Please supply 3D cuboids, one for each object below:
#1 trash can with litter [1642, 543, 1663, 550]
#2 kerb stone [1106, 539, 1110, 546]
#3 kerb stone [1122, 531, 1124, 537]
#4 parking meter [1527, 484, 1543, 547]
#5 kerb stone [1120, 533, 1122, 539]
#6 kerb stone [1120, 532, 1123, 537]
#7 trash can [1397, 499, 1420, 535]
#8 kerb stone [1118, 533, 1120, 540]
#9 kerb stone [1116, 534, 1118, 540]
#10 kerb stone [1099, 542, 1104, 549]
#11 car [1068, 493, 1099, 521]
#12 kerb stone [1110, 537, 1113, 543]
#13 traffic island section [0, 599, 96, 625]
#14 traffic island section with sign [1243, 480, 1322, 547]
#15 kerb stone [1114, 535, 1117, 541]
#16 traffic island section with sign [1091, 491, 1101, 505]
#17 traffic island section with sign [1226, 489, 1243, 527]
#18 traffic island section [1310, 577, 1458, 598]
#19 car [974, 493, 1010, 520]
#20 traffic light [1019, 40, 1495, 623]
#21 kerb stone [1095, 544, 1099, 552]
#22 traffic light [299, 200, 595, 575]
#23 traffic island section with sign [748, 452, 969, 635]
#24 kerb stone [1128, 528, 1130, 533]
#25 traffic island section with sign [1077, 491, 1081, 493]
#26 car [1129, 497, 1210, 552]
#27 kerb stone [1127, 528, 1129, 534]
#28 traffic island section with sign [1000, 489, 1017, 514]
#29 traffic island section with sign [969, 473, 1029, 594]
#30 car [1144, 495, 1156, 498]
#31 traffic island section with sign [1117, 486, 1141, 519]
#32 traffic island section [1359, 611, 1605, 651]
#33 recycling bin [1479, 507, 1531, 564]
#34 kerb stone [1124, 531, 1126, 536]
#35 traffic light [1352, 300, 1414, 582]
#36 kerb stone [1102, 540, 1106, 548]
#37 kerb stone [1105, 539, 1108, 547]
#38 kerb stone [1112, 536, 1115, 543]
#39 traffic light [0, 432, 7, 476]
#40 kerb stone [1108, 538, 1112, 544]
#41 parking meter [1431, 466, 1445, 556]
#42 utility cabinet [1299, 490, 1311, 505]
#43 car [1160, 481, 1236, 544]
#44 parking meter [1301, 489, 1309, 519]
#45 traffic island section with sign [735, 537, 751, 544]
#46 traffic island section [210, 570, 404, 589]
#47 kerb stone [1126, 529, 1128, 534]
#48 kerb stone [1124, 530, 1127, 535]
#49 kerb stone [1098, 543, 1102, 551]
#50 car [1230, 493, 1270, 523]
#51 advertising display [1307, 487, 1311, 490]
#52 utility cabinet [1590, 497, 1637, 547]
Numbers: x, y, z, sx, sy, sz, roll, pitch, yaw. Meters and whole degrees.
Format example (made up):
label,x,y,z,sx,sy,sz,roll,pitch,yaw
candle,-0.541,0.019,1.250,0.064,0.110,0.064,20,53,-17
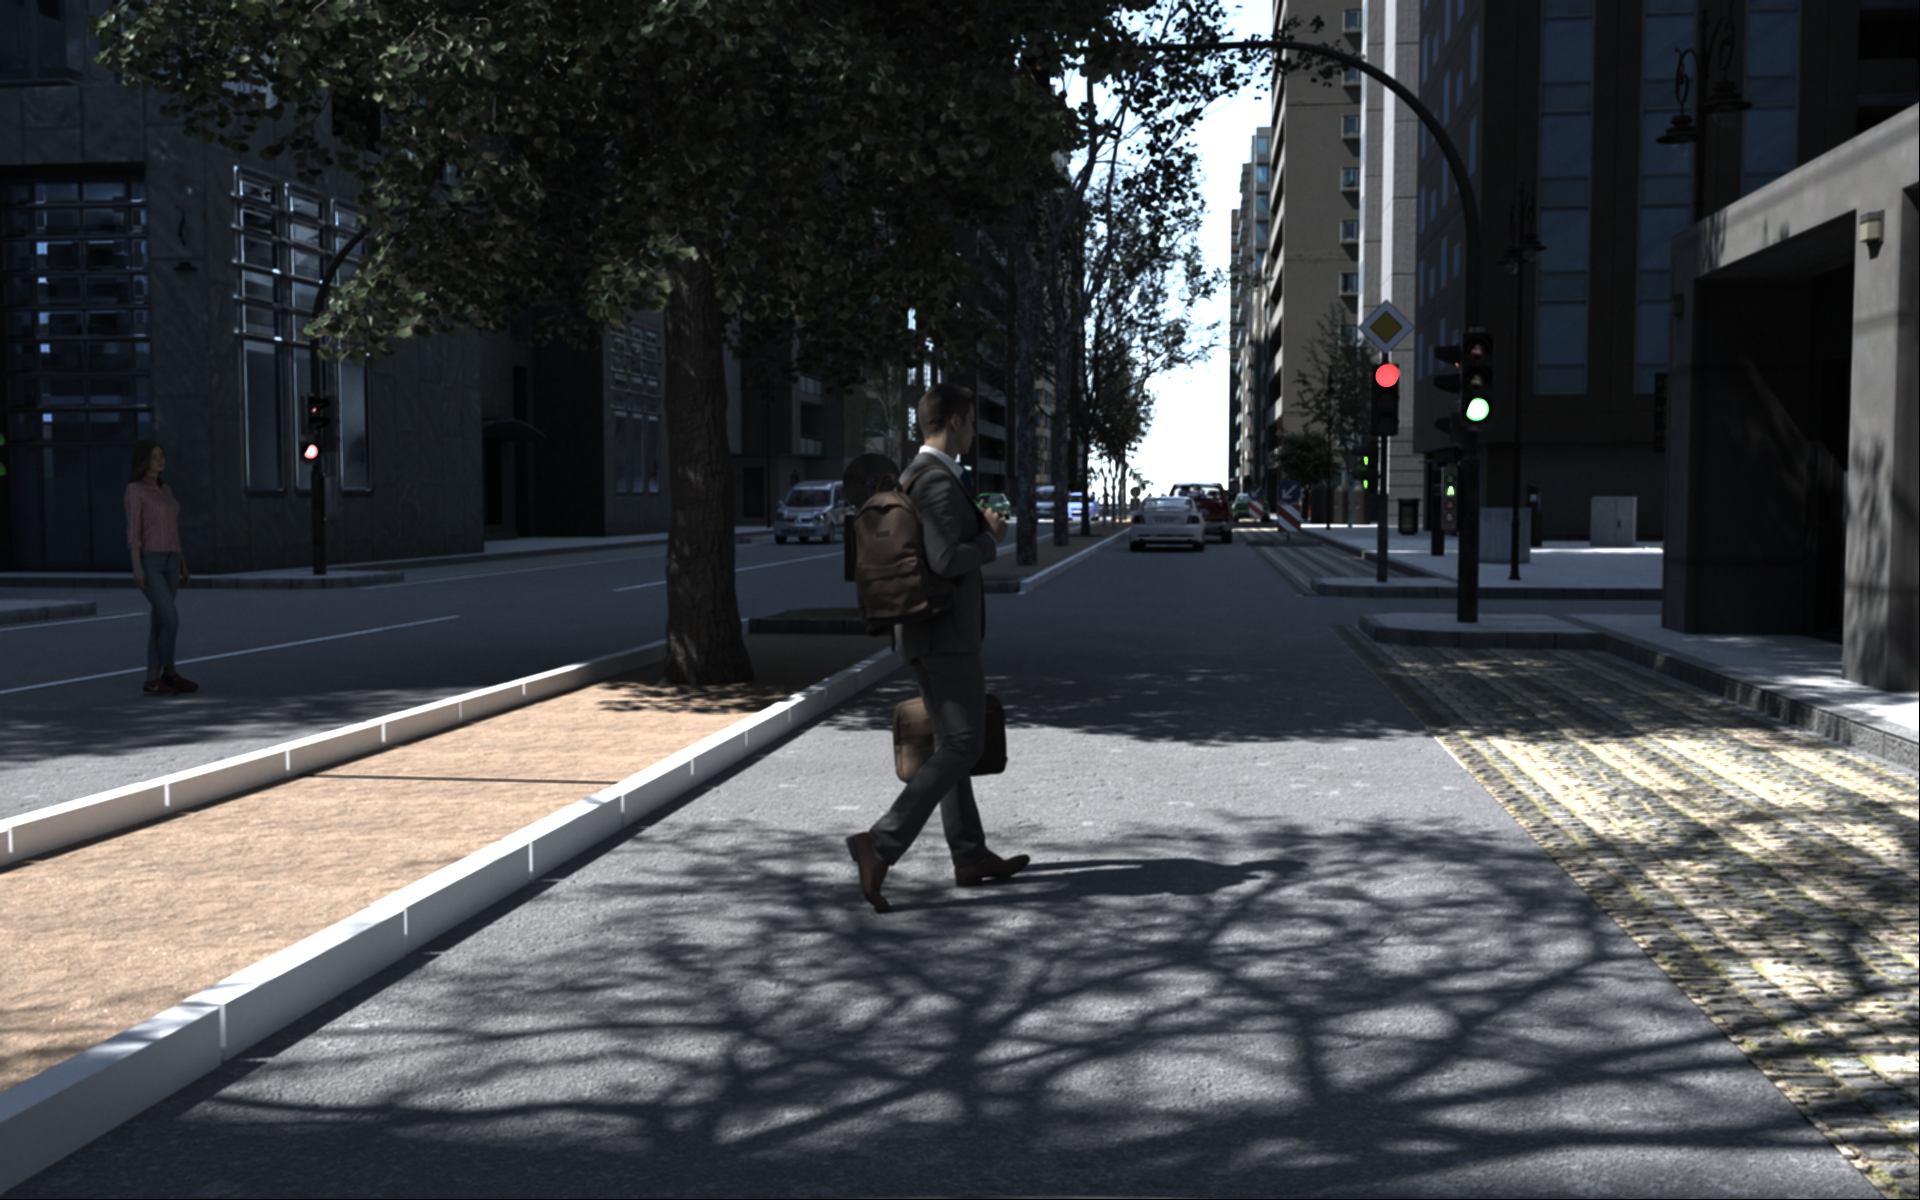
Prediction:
label,x,y,z,sx,sy,sz,roll,pitch,yaw
trash can with litter,16.749,-1.741,39.527,1.678,1.210,2.233,-3,5,-40
kerb stone,3.914,-1.518,47.037,0.120,0.150,1.000,0,4,8
kerb stone,5.171,-2.079,56.188,0.120,0.150,1.000,0,4,8
parking meter,13.944,-2.057,42.039,0.372,1.533,0.369,0,3,0
kerb stone,4.893,-1.955,54.159,0.120,0.150,1.000,0,4,8
kerb stone,5.031,-2.017,55.173,0.120,0.150,1.000,0,4,8
trash can,14.137,-2.628,54.614,0.748,1.137,0.748,0,3,0
kerb stone,4.751,-1.892,53.137,0.120,0.150,1.000,0,4,8
kerb stone,4.608,-1.826,52.118,0.120,0.150,1.000,0,4,8
kerb stone,3.500,-1.333,43.994,0.120,0.150,1.000,0,4,8
car,6.460,-5.056,92.256,1.945,1.707,3.694,1,4,10
kerb stone,4.191,-1.644,49.077,0.120,0.150,1.000,0,4,8
traffic island section,-11.282,0.162,19.635,2.009,0.180,2.903,0,4,8
traffic island section with sign,8.965,-2.406,47.971,1.989,1.847,2.006,0,4,8
kerb stone,4.475,-1.768,51.103,0.120,0.150,1.000,0,4,8
traffic island section with sign,18.124,-13.826,234.689,1.989,1.847,2.006,0,4,8
traffic island section with sign,12.613,-4.040,74.679,1.989,1.847,2.006,0,4,8
traffic island section,6.189,-0.185,25.310,2.009,0.180,2.903,0,4,8
car,1.719,-5.349,96.256,1.959,1.807,4.718,1,4,9
traffic light,2.984,-2.616,17.431,4.771,5.953,1.251,0,4,8
kerb stone,3.225,-1.209,41.966,0.120,0.150,1.000,0,4,8
traffic light,-8.077,-3.210,27.159,4.771,5.953,1.251,0,4,8
traffic island section with sign,-1.055,-0.633,18.479,2.006,1.907,1.989,0,4,8
kerb stone,5.858,-2.390,61.268,0.120,0.150,1.000,0,4,8
traffic island section with sign,14.384,-12.155,207.363,1.989,1.847,2.006,0,4,8
car,5.373,-1.972,44.612,2.083,1.381,4.827,1,4,9
kerb stone,5.722,-2.328,60.255,0.120,0.150,1.000,0,4,8
traffic island section with sign,3.267,-7.184,126.087,1.989,1.847,2.006,0,4,8
traffic island section with sign,-0.042,-1.081,25.817,2.006,1.907,1.989,0,4,8
car,27.363,-14.408,248.157,1.945,1.354,3.894,1,4,8
traffic island section with sign,10.126,-5.635,100.267,2.006,1.907,1.989,0,4,8
traffic island section,5.107,0.299,17.398,2.009,0.180,2.903,0,4,8
recycling bin,10.150,-1.206,32.273,0.722,1.027,0.722,3,5,43
kerb stone,5.305,-2.134,57.214,0.120,0.150,1.000,0,4,8
traffic light,6.150,-2.219,25.201,0.839,4.253,0.868,0,4,8
kerb stone,3.643,-1.395,45.007,0.120,0.150,1.000,0,4,8
kerb stone,3.772,-1.457,46.025,0.120,0.150,1.000,0,4,8
kerb stone,4.334,-1.706,50.090,0.120,0.150,1.000,0,4,8
traffic light,-11.244,-1.870,19.495,0.839,4.253,0.868,0,4,8
kerb stone,4.060,-1.582,48.063,0.120,0.150,1.000,0,4,8
parking meter,9.972,-1.859,36.110,0.255,1.863,0.399,1,4,14
utility cabinet,19.587,-5.433,97.504,1.173,1.500,0.318,2,4,27
car,7.097,-2.633,51.718,2.281,1.827,5.304,1,4,8
parking meter,17.577,-4.879,88.185,0.372,1.533,0.369,0,3,0
traffic island section with sign,-7.122,-2.534,50.052,1.989,1.847,2.006,0,4,8
traffic island section,-10.200,-0.322,27.547,2.009,0.180,2.903,0,4,8
kerb stone,5.589,-2.266,59.238,0.120,0.150,1.000,0,4,8
kerb stone,5.453,-2.195,58.225,0.120,0.150,1.000,0,4,8
kerb stone,3.363,-1.271,42.979,0.120,0.150,1.000,0,4,8
car,14.687,-4.825,87.678,1.959,1.807,4.718,0,4,6
advertising display,19.973,-5.760,99.390,0.123,1.923,0.974,0,4,1
utility cabinet,15.886,-1.894,42.124,1.020,1.237,0.306,3,5,41
